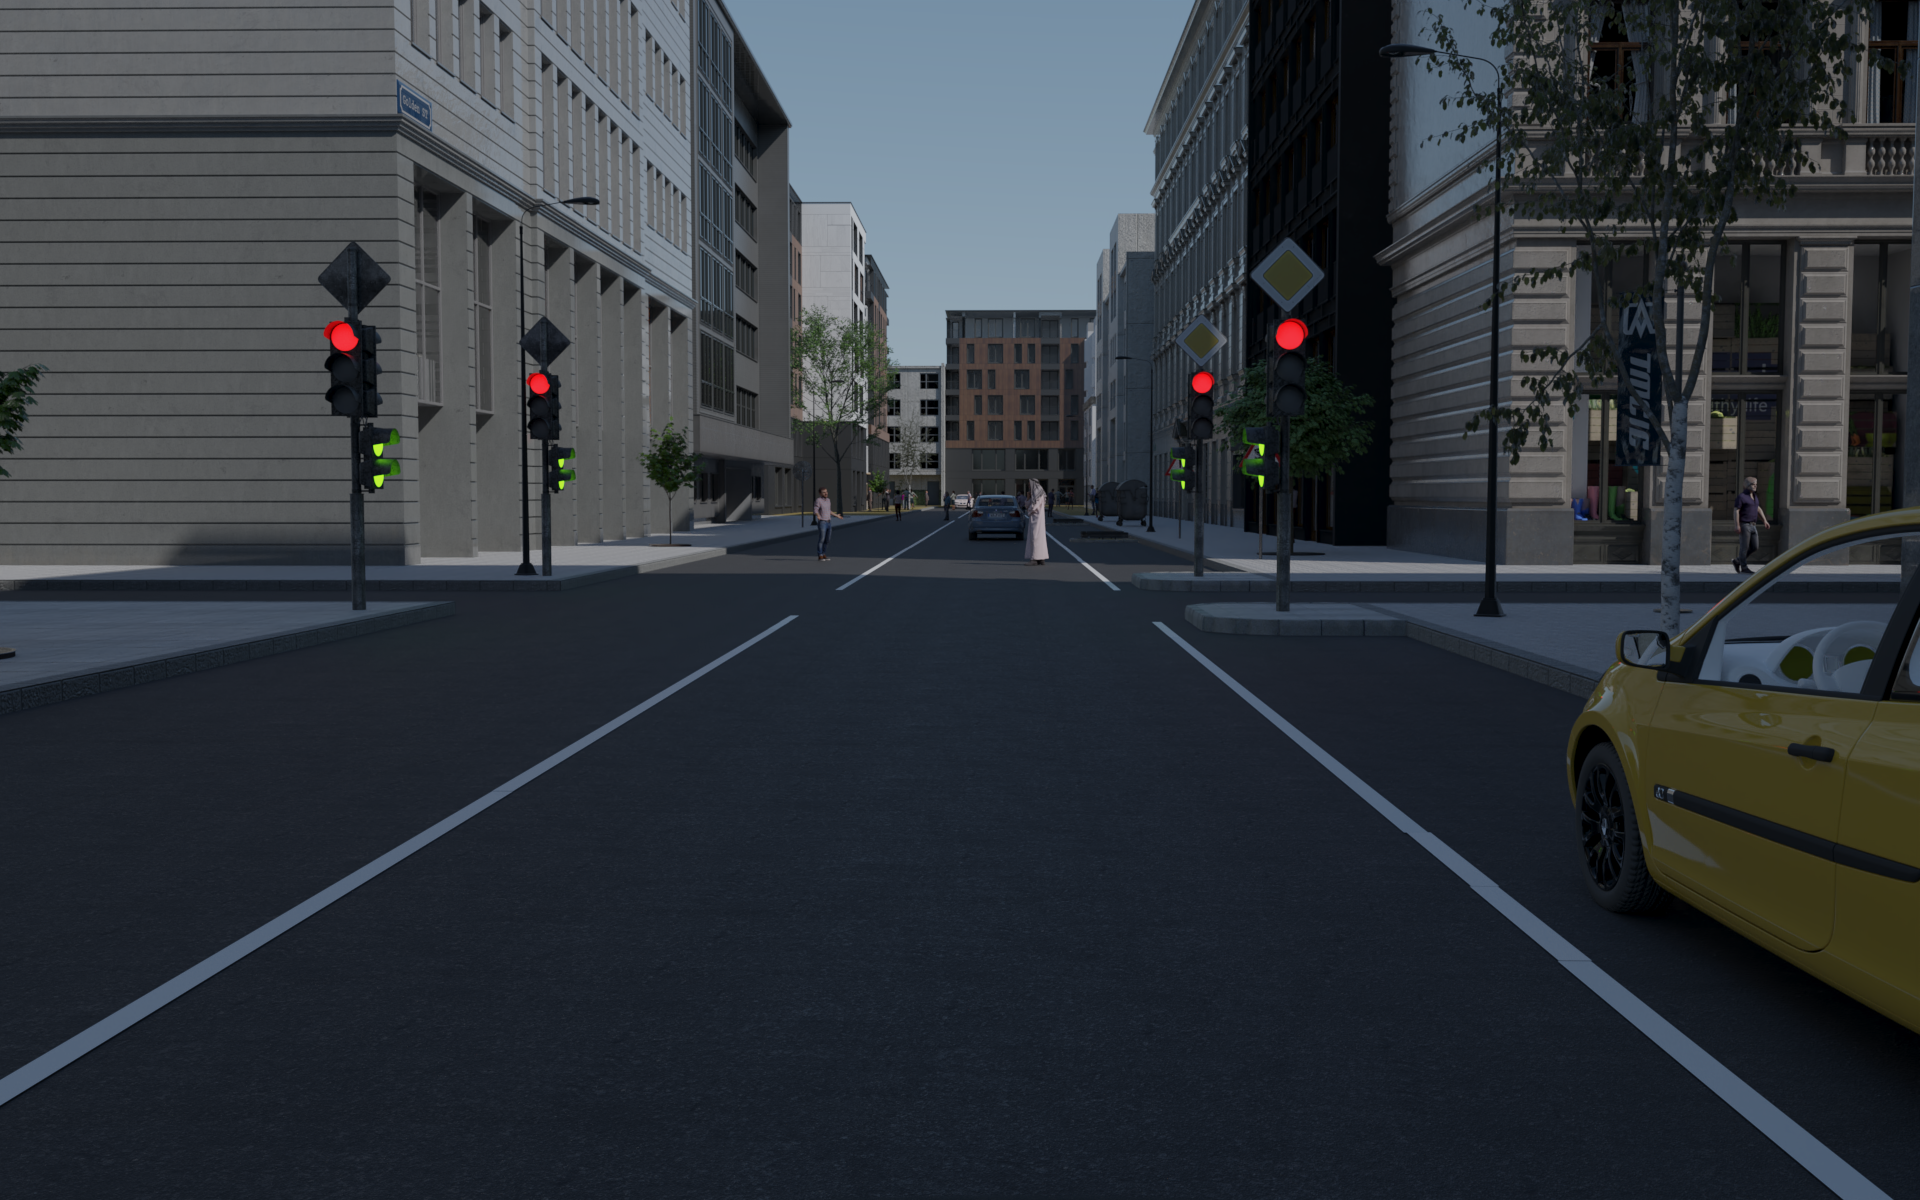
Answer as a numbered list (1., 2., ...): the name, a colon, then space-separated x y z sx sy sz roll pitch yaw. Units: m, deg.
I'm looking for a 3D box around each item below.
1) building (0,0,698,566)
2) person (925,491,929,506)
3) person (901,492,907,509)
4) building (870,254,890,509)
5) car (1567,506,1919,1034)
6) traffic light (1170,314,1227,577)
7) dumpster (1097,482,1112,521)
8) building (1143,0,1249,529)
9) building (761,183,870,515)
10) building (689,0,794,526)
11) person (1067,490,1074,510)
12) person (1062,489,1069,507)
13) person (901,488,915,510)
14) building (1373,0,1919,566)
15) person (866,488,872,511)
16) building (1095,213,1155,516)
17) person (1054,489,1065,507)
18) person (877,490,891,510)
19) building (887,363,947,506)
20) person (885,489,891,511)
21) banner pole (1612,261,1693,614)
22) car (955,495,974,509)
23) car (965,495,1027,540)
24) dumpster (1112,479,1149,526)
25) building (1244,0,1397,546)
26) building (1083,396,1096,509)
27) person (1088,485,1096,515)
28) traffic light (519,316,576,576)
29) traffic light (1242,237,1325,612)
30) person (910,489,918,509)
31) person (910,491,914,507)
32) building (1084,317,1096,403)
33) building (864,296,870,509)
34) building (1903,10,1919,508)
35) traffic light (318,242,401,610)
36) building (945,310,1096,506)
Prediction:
1. building: -14.973 -16.353 44.871 11.434 29.767 29.804 0 4 1
2. person: -3.498 -10.685 183.748 0.434 1.755 0.990 0 4 7
3. person: -4.836 -8.925 155.195 0.599 1.433 0.991 3 5 40
4. building: -23.521 -19.456 162.072 32.646 21.610 27.936 0 4 1
5. car: 3.020 0.334 4.766 2.015 1.641 3.980 0 4 1
6. traffic light: 3.697 -2.300 26.845 0.839 4.213 0.868 0 4 1
7. dumpster: 7.136 -4.642 81.659 1.264 1.857 1.865 0 4 1
8. building: 18.722 -18.541 79.557 17.030 29.872 44.131 0 4 1
9. building: -21.598 -16.850 119.478 27.936 21.610 32.646 0 4 1
10. building: -16.033 -15.649 74.932 14.314 24.678 30.058 0 4 1
11. person: 9.023 -8.186 141.355 0.593 1.643 0.415 -1 4 -17
12. person: 10.551 -10.007 170.440 1.217 1.735 0.721 1 4 19
13. person: -4.390 -8.314 142.067 1.350 1.814 0.705 0 4 0
14. building: 19.152 -12.607 35.000 19.941 23.489 11.050 0 4 1
15. person: -6.821 -7.563 130.249 0.434 1.755 0.990 0 4 -7
16. building: 18.504 -15.364 117.652 16.747 18.905 31.486 0 4 1
17. person: 9.970 -10.379 175.825 1.350 1.814 0.705 1 4 15
18. person: -6.175 -8.160 140.175 1.217 1.735 0.721 -1 4 -8
19. building: -17.301 -20.234 197.281 31.486 18.905 16.747 0 4 1
20. person: -5.326 -7.504 129.539 0.445 1.727 0.742 -3 5 -42
21. banner pole: 7.528 -1.759 18.777 0.863 3.779 0.401 2 4 30
22. car: 0.332 -9.632 169.847 2.083 1.381 4.827 0 4 2
23. car: 1.158 -2.637 55.122 2.014 1.417 4.499 0 4 1
24. dumpster: 6.893 -3.887 69.313 1.264 1.857 1.865 0 4 1
25. building: 15.555 -13.459 49.738 12.332 23.373 15.834 0 4 1
26. building: 15.762 -12.636 148.752 9.099 9.664 28.070 0 4 1
27. person: 7.990 -6.100 105.645 0.599 1.838 0.709 0 4 -5
28. traffic light: -6.462 -2.313 27.055 0.839 4.213 0.868 0 4 1
29. traffic light: 3.519 -1.811 18.862 0.839 4.213 0.868 0 4 1
30. person: -4.217 -8.693 148.965 1.217 1.735 0.721 -1 4 -19
31. person: -4.587 -9.738 165.700 0.683 1.767 0.568 -3 5 -43
32. building: 20.205 -19.094 168.601 16.016 20.091 11.380 0 4 1
33. building: -15.486 -17.452 141.754 16.016 20.091 11.380 0 4 1
34. building: 14.528 -11.456 5.326 12.078 24.808 19.932 0 4 1
35. traffic light: -6.640 -1.824 19.072 0.839 4.213 0.868 0 4 1
36. building: 14.892 -21.929 202.516 32.646 21.610 27.936 0 4 1
